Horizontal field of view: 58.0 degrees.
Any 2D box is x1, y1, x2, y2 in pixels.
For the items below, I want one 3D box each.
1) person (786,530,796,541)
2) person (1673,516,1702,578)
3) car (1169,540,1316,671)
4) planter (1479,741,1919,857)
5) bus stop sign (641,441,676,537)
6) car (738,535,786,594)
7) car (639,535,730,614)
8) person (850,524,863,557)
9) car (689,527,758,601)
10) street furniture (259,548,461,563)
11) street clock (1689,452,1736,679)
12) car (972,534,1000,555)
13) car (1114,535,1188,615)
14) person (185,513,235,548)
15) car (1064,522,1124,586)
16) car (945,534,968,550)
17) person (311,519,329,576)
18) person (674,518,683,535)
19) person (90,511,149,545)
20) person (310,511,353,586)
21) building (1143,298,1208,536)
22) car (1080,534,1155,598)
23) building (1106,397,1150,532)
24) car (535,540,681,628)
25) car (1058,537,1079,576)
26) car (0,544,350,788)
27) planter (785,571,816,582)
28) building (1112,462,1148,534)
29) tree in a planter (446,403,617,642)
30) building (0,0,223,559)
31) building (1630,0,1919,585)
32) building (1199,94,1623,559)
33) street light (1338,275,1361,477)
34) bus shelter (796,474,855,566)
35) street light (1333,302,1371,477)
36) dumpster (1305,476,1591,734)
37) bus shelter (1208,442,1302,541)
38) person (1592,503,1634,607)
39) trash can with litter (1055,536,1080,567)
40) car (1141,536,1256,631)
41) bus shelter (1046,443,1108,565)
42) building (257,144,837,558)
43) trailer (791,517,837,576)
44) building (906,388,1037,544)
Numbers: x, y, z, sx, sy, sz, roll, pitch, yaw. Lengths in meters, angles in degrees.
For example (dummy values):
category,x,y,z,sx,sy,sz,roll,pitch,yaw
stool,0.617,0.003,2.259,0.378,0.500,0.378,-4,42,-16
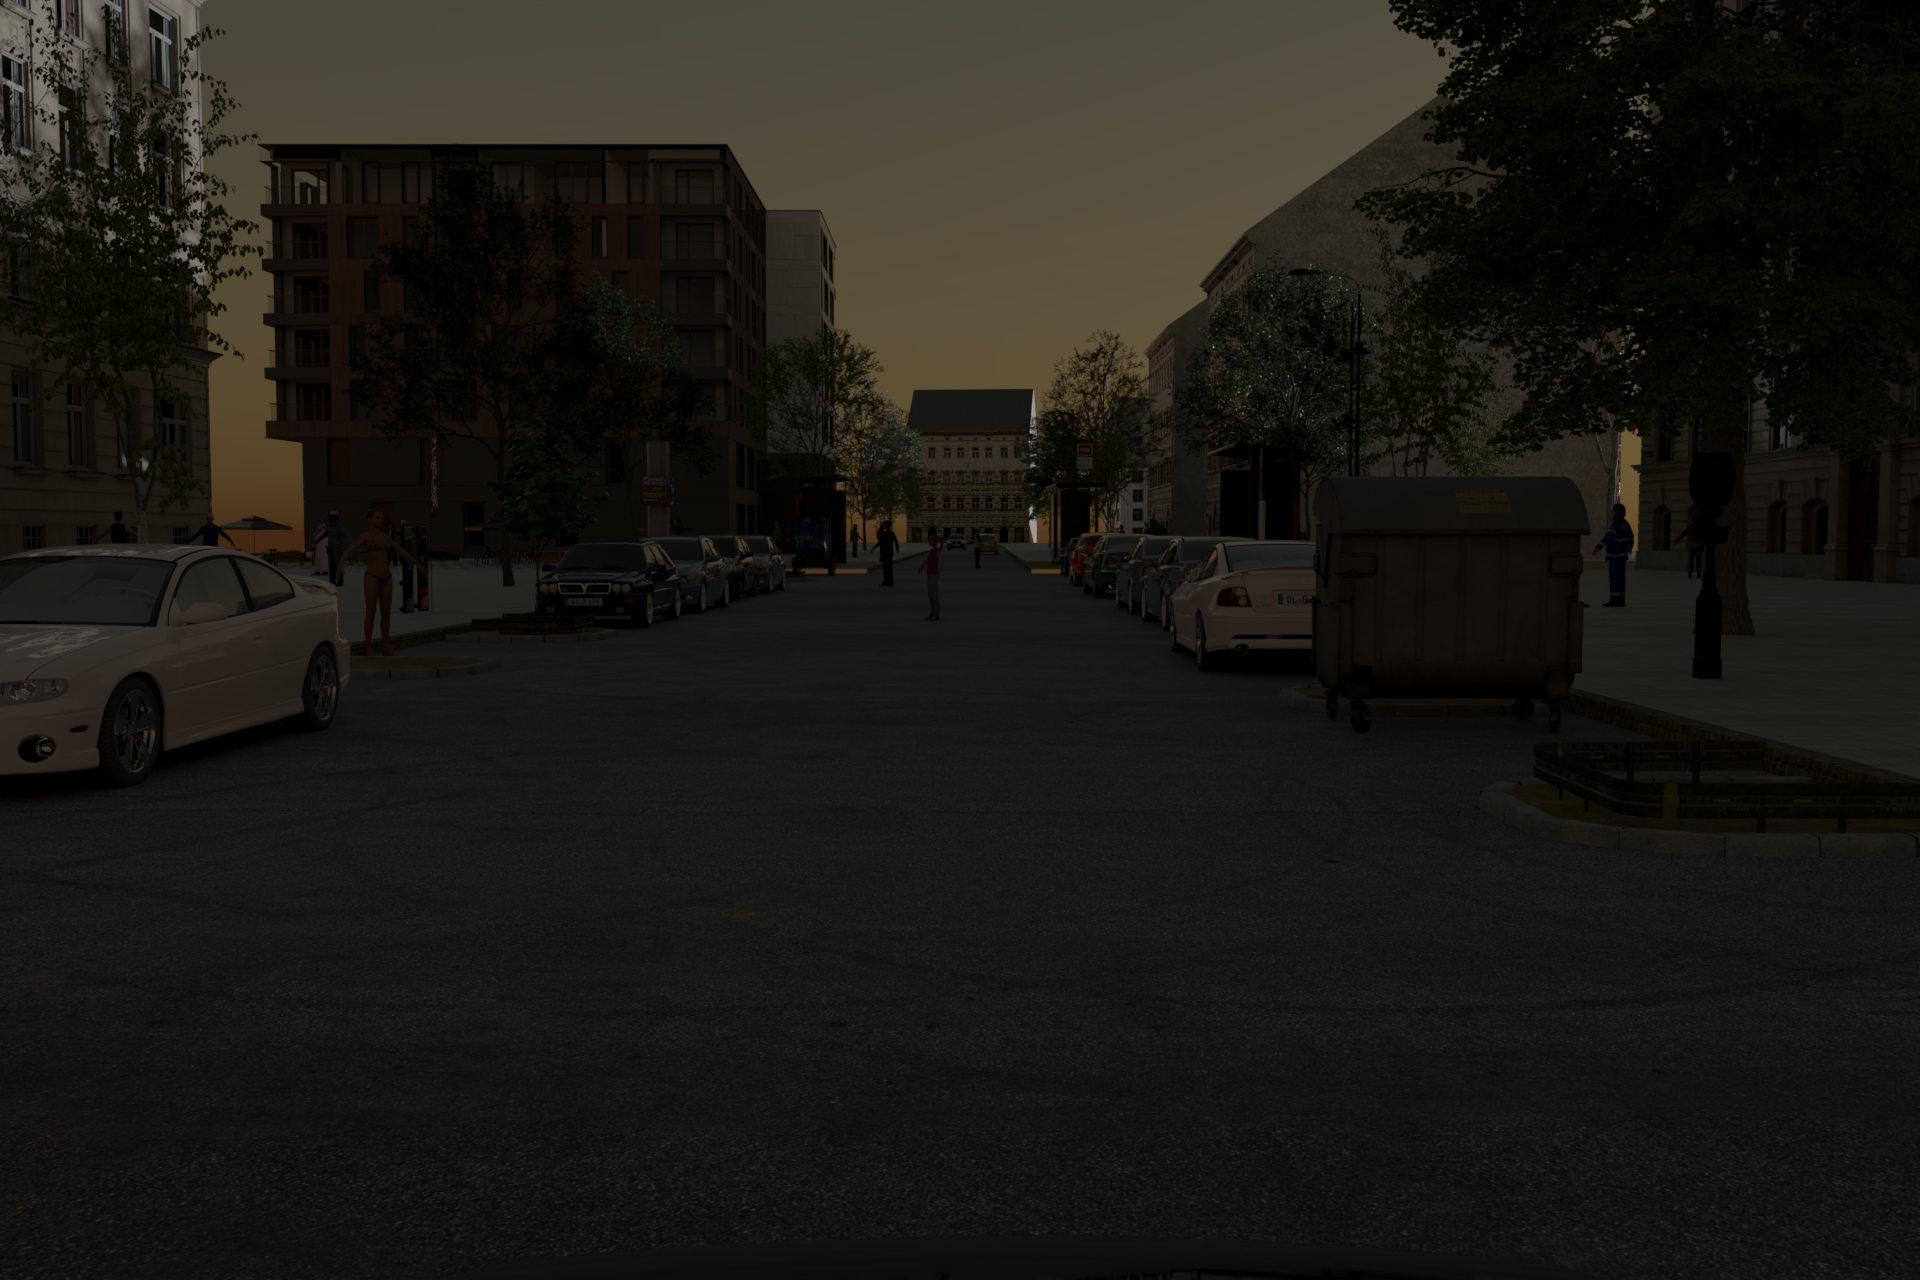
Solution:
category,x,y,z,sx,sy,sz,roll,pitch,yaw
person,-8.170,-5.022,88.076,1.349,1.833,0.705,-1,4,-15
person,21.305,-2.693,50.140,1.345,1.816,0.704,3,5,40
car,3.443,-0.433,19.444,2.083,1.381,4.827,0,4,1
planter,3.705,0.763,8.669,1.991,0.319,1.994,0,4,0
bus stop sign,-8.602,-3.696,49.445,0.837,3.901,0.837,0,3,0
car,-5.364,-1.894,42.973,2.014,1.417,4.499,0,4,1
car,-5.441,-1.262,32.638,2.014,1.417,4.499,0,4,1
person,-5.787,-5.509,95.839,0.705,1.858,1.354,-2,4,-29
car,-5.501,-1.740,38.236,2.009,1.686,4.222,0,4,0
street furniture,-27.368,-3.974,80.601,5.734,0.657,10.072,3,5,40
street clock,6.635,-0.658,15.326,0.358,2.002,0.471,0,4,1
car,1.835,-6.815,121.644,2.015,1.641,3.980,0,4,1
car,3.884,-1.221,31.973,2.014,1.417,4.499,0,4,0
person,-20.238,-2.500,46.763,1.347,1.842,0.705,0,4,-6
car,4.041,-2.442,48.975,2.155,1.783,4.494,0,4,1
car,-0.287,-8.781,153.358,2.009,1.686,4.222,0,4,0
person,-19.821,-2.874,53.696,0.621,1.740,0.551,-1,4,-21
person,-9.397,-3.151,57.581,0.705,1.821,1.348,0,4,-3
person,-19.219,-2.046,39.613,1.345,1.807,0.704,-1,4,-19
person,-15.359,-2.242,42.490,1.345,1.849,0.704,2,4,24
building,24.872,-18.600,135.034,19.493,23.208,18.063,0,4,1
car,3.881,-1.731,40.100,2.131,1.459,4.920,0,4,0
building,28.989,-22.372,232.246,16.747,18.905,31.486,0,4,1
car,-5.561,-0.918,27.598,1.945,1.354,3.894,0,4,1
car,4.377,-2.890,59.831,1.945,1.354,3.894,0,4,1
car,-5.570,0.065,11.300,2.083,1.381,4.827,0,4,1
planter,-5.415,-1.925,52.609,1.991,0.319,1.994,0,4,2
building,23.195,-15.944,202.834,9.099,9.664,28.070,0,4,1
tree in a planter,-5.826,-1.628,23.841,1.991,3.239,1.994,0,4,0
building,-30.188,-12.623,38.401,16.112,23.069,30.059,0,3,0
building,29.778,-13.860,45.701,14.460,24.649,34.723,0,4,0
building,24.098,-16.207,95.919,19.493,23.208,18.063,0,4,1
street light,7.520,-3.539,30.402,1.470,5.913,1.316,0,4,1
bus shelter,-5.428,-4.852,70.619,1.731,3.624,6.357,0,4,2
street light,7.820,-3.786,34.693,0.468,5.910,1.993,0,4,1
dumpster,3.589,-0.287,12.905,1.865,1.857,1.264,0,4,1
bus shelter,7.976,-3.423,47.243,1.731,3.624,6.357,0,4,1
person,11.594,-1.507,30.611,1.345,1.831,0.704,-3,5,-43
trash can with litter,4.589,-3.428,67.113,1.678,1.210,2.233,0,4,-1
car,3.862,-0.907,26.834,2.014,1.417,4.499,0,4,0
bus shelter,4.855,-5.904,74.155,2.179,5.291,8.768,0,4,-1
building,-22.719,-16.108,107.343,27.936,21.610,32.646,0,3,0
trailer,-5.050,-3.193,59.257,1.471,1.999,3.904,0,4,0
building,2.046,-26.148,260.900,18.063,23.208,19.493,0,4,6
